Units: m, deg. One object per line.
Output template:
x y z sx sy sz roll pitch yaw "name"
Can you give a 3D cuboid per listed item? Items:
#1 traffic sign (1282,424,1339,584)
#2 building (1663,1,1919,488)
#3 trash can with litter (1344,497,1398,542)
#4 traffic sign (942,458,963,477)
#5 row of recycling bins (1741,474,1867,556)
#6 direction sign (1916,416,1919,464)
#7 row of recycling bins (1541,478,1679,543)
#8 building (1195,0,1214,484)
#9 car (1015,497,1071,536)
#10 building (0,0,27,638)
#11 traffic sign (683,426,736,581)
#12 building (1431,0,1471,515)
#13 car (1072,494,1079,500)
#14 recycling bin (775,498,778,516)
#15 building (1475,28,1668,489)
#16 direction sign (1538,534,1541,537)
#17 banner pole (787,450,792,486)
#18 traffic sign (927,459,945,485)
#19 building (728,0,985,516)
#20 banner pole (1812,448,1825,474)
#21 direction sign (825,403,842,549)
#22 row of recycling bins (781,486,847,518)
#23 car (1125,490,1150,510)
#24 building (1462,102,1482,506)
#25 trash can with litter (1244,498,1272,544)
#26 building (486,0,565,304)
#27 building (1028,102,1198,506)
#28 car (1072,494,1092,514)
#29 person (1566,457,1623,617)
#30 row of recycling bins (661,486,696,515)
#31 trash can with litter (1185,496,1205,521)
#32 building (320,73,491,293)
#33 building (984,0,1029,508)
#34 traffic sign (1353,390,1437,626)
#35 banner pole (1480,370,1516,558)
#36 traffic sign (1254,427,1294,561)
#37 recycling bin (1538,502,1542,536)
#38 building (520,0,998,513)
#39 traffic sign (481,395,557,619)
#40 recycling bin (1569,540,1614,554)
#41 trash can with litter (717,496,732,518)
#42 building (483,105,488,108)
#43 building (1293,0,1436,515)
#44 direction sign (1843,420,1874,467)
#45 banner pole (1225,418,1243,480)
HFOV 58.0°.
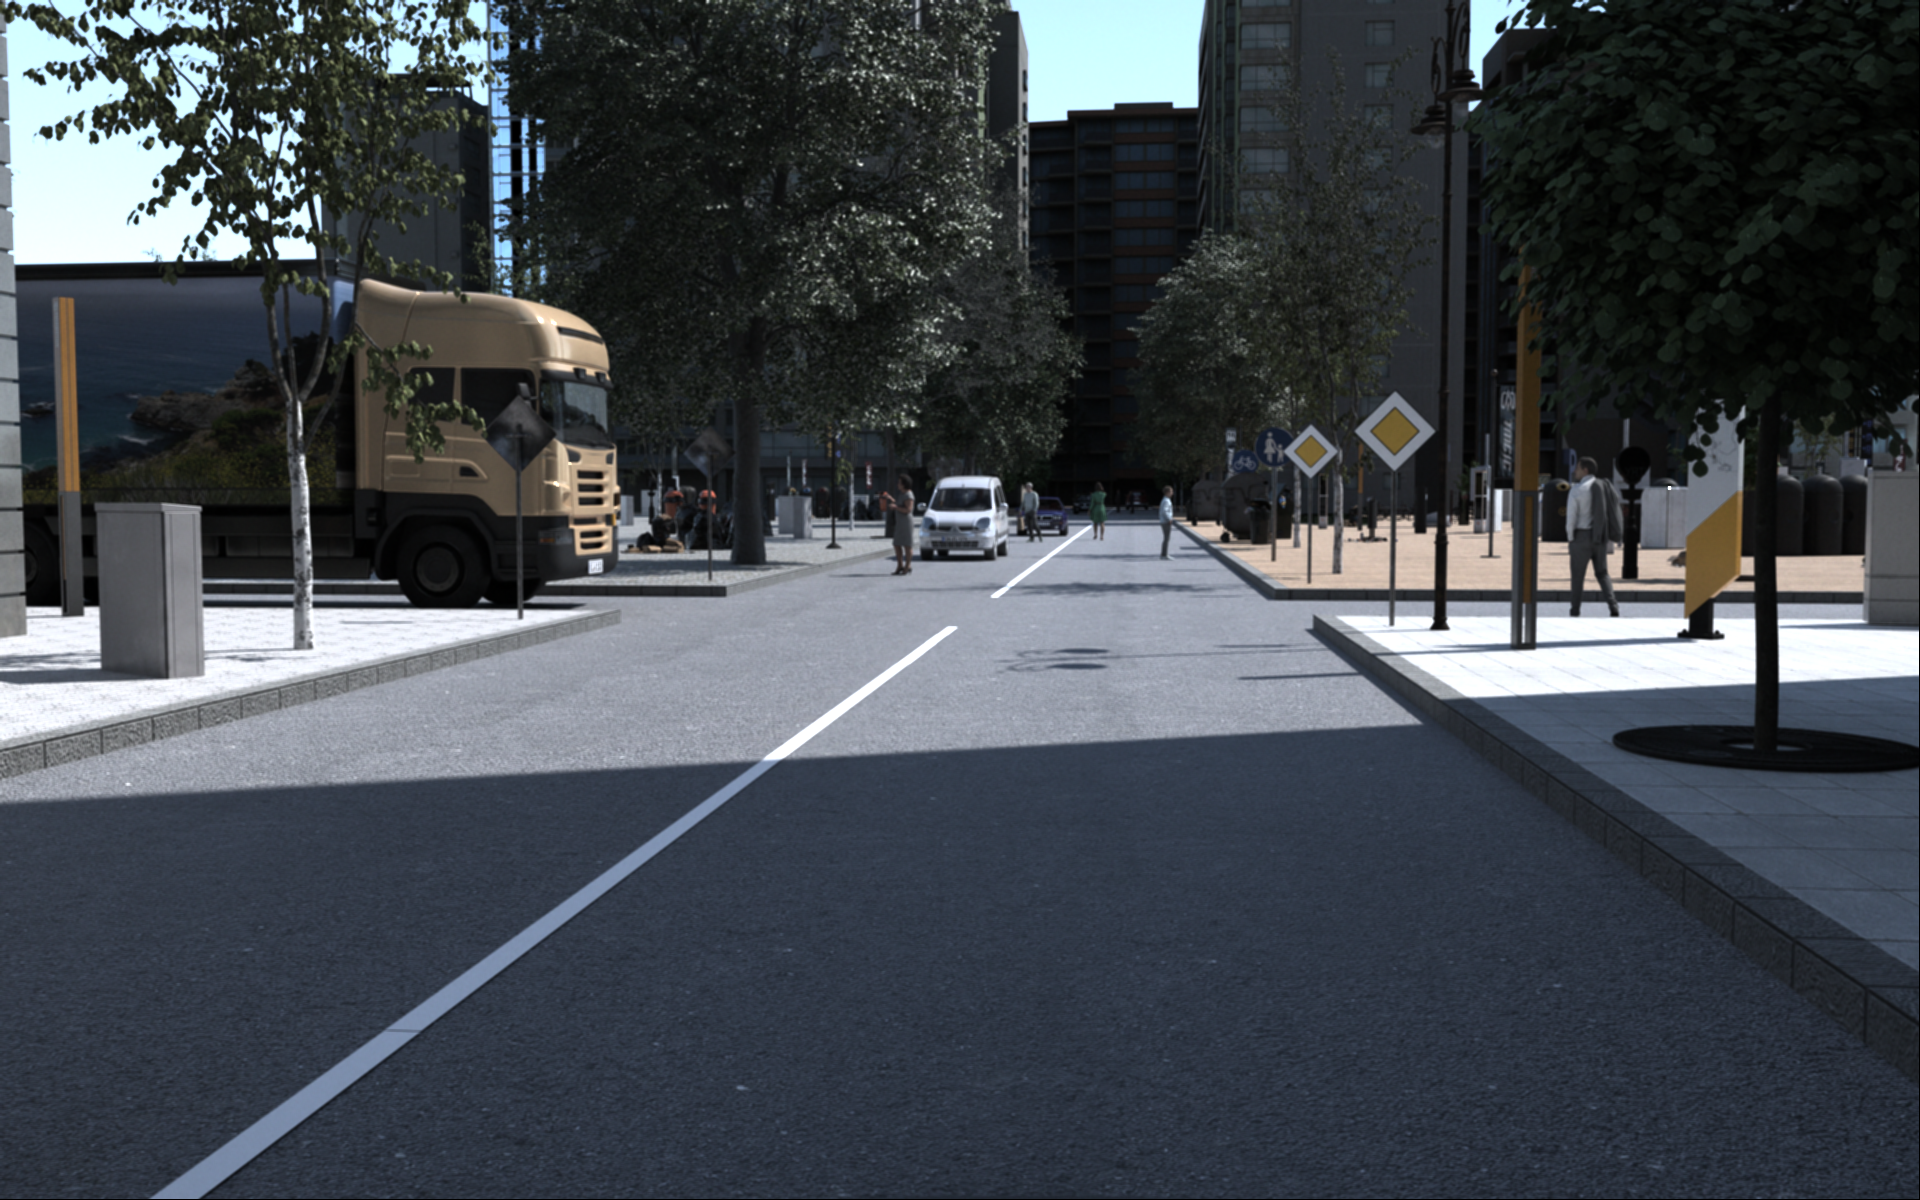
4.997 -1.290 24.737 0.795 2.450 0.064 0 4 6 "traffic sign"
78.630 -32.673 153.812 30.456 49.044 23.786 0 4 6 "building"
10.998 -2.193 46.906 1.678 1.210 2.233 1 4 22 "trash can with litter"
-0.268 -3.729 61.069 0.768 2.556 0.104 1 4 12 "traffic sign"
17.572 -1.781 36.235 3.534 1.692 1.069 -1 4 -14 "row of recycling bins"
25.161 -3.232 44.837 0.379 3.537 0.876 -2 4 -24 "direction sign"
17.363 -2.395 46.270 3.534 1.692 1.069 2 4 29 "row of recycling bins"
32.816 -32.724 158.745 21.300 48.544 21.600 0 4 6 "building"
2.903 -2.932 60.512 1.945 1.354 3.894 0 4 4 "car"
-23.685 -14.281 10.989 29.804 29.767 11.434 0 4 6 "building"
-3.701 -1.345 25.628 0.795 2.450 0.064 0 4 6 "traffic sign"
24.911 -26.279 113.257 14.154 41.232 14.086 0 4 6 "building"
10.261 -8.094 142.561 2.015 1.641 3.980 0 4 5 "car"
-10.146 -5.328 99.672 0.722 1.027 0.722 -3 5 -40 "recycling bin"
56.932 -31.266 161.313 14.200 45.320 14.600 0 4 6 "building"
17.215 -3.658 51.804 0.379 3.537 0.876 1 4 11 "direction sign"
-9.696 -6.637 98.529 0.401 3.779 0.863 -1 4 -22 "banner pole"
-0.817 -3.853 63.099 0.768 2.556 0.104 1 4 11 "traffic sign"
-6.005 -25.957 107.997 14.154 41.232 14.086 0 4 6 "building"
46.061 -6.306 93.127 0.401 3.779 0.863 -3 5 -42 "banner pole"
-2.984 -2.983 40.769 0.379 3.537 0.876 1 4 18 "direction sign"
-7.828 -5.241 92.800 3.534 1.692 1.069 -1 4 -10 "row of recycling bins"
16.322 -9.229 159.561 2.281 1.827 5.304 0 4 6 "car"
62.983 -32.884 192.283 28.867 44.769 22.147 0 4 6 "building"
7.670 -2.005 44.171 0.624 1.170 1.055 2 4 25 "trash can with litter"
-30.982 -52.062 163.886 31.000 86.520 22.319 0 4 6 "building"
19.991 -33.154 196.690 28.867 44.769 22.147 0 4 6 "building"
9.028 -6.981 123.923 2.009 1.686 4.222 0 4 7 "car"
6.860 -0.620 18.742 0.679 1.850 0.850 -1 4 -16 "person"
-13.846 -4.769 85.082 1.069 1.692 3.534 1 4 13 "row of recycling bins"
11.149 -4.298 81.658 1.055 1.170 0.624 2 4 27 "trash can with litter"
-53.413 -29.846 171.571 14.086 41.232 14.154 0 4 6 "building"
-4.692 -33.024 163.636 21.600 48.544 21.300 0 4 6 "building"
4.199 -0.804 16.792 0.795 2.450 0.064 0 4 6 "traffic sign"
10.953 -2.754 35.047 0.863 3.779 0.401 -2 4 -25 "banner pole"
5.998 -2.015 33.044 0.768 2.556 0.104 1 4 13 "traffic sign"
17.930 -2.525 53.830 0.722 1.027 0.722 3 5 43 "recycling bin"
-13.294 -26.665 127.856 32.217 40.220 23.993 0 4 6 "building"
-4.499 -0.859 17.683 0.795 2.450 0.064 0 4 6 "traffic sign"
13.576 -1.509 37.227 0.722 1.027 0.722 0 4 -5 "recycling bin"
-12.458 -5.043 93.505 2.233 1.210 1.678 2 4 25 "trash can with litter"
-54.525 -33.610 199.642 14.200 45.320 14.600 0 4 6 "building"
26.133 -27.136 127.265 14.154 41.232 14.086 0 4 6 "building"
26.438 -3.612 51.051 0.379 3.537 0.876 -2 4 -33 "direction sign"
9.052 -4.103 57.093 0.863 3.779 0.401 -2 4 -30 "banner pole"
